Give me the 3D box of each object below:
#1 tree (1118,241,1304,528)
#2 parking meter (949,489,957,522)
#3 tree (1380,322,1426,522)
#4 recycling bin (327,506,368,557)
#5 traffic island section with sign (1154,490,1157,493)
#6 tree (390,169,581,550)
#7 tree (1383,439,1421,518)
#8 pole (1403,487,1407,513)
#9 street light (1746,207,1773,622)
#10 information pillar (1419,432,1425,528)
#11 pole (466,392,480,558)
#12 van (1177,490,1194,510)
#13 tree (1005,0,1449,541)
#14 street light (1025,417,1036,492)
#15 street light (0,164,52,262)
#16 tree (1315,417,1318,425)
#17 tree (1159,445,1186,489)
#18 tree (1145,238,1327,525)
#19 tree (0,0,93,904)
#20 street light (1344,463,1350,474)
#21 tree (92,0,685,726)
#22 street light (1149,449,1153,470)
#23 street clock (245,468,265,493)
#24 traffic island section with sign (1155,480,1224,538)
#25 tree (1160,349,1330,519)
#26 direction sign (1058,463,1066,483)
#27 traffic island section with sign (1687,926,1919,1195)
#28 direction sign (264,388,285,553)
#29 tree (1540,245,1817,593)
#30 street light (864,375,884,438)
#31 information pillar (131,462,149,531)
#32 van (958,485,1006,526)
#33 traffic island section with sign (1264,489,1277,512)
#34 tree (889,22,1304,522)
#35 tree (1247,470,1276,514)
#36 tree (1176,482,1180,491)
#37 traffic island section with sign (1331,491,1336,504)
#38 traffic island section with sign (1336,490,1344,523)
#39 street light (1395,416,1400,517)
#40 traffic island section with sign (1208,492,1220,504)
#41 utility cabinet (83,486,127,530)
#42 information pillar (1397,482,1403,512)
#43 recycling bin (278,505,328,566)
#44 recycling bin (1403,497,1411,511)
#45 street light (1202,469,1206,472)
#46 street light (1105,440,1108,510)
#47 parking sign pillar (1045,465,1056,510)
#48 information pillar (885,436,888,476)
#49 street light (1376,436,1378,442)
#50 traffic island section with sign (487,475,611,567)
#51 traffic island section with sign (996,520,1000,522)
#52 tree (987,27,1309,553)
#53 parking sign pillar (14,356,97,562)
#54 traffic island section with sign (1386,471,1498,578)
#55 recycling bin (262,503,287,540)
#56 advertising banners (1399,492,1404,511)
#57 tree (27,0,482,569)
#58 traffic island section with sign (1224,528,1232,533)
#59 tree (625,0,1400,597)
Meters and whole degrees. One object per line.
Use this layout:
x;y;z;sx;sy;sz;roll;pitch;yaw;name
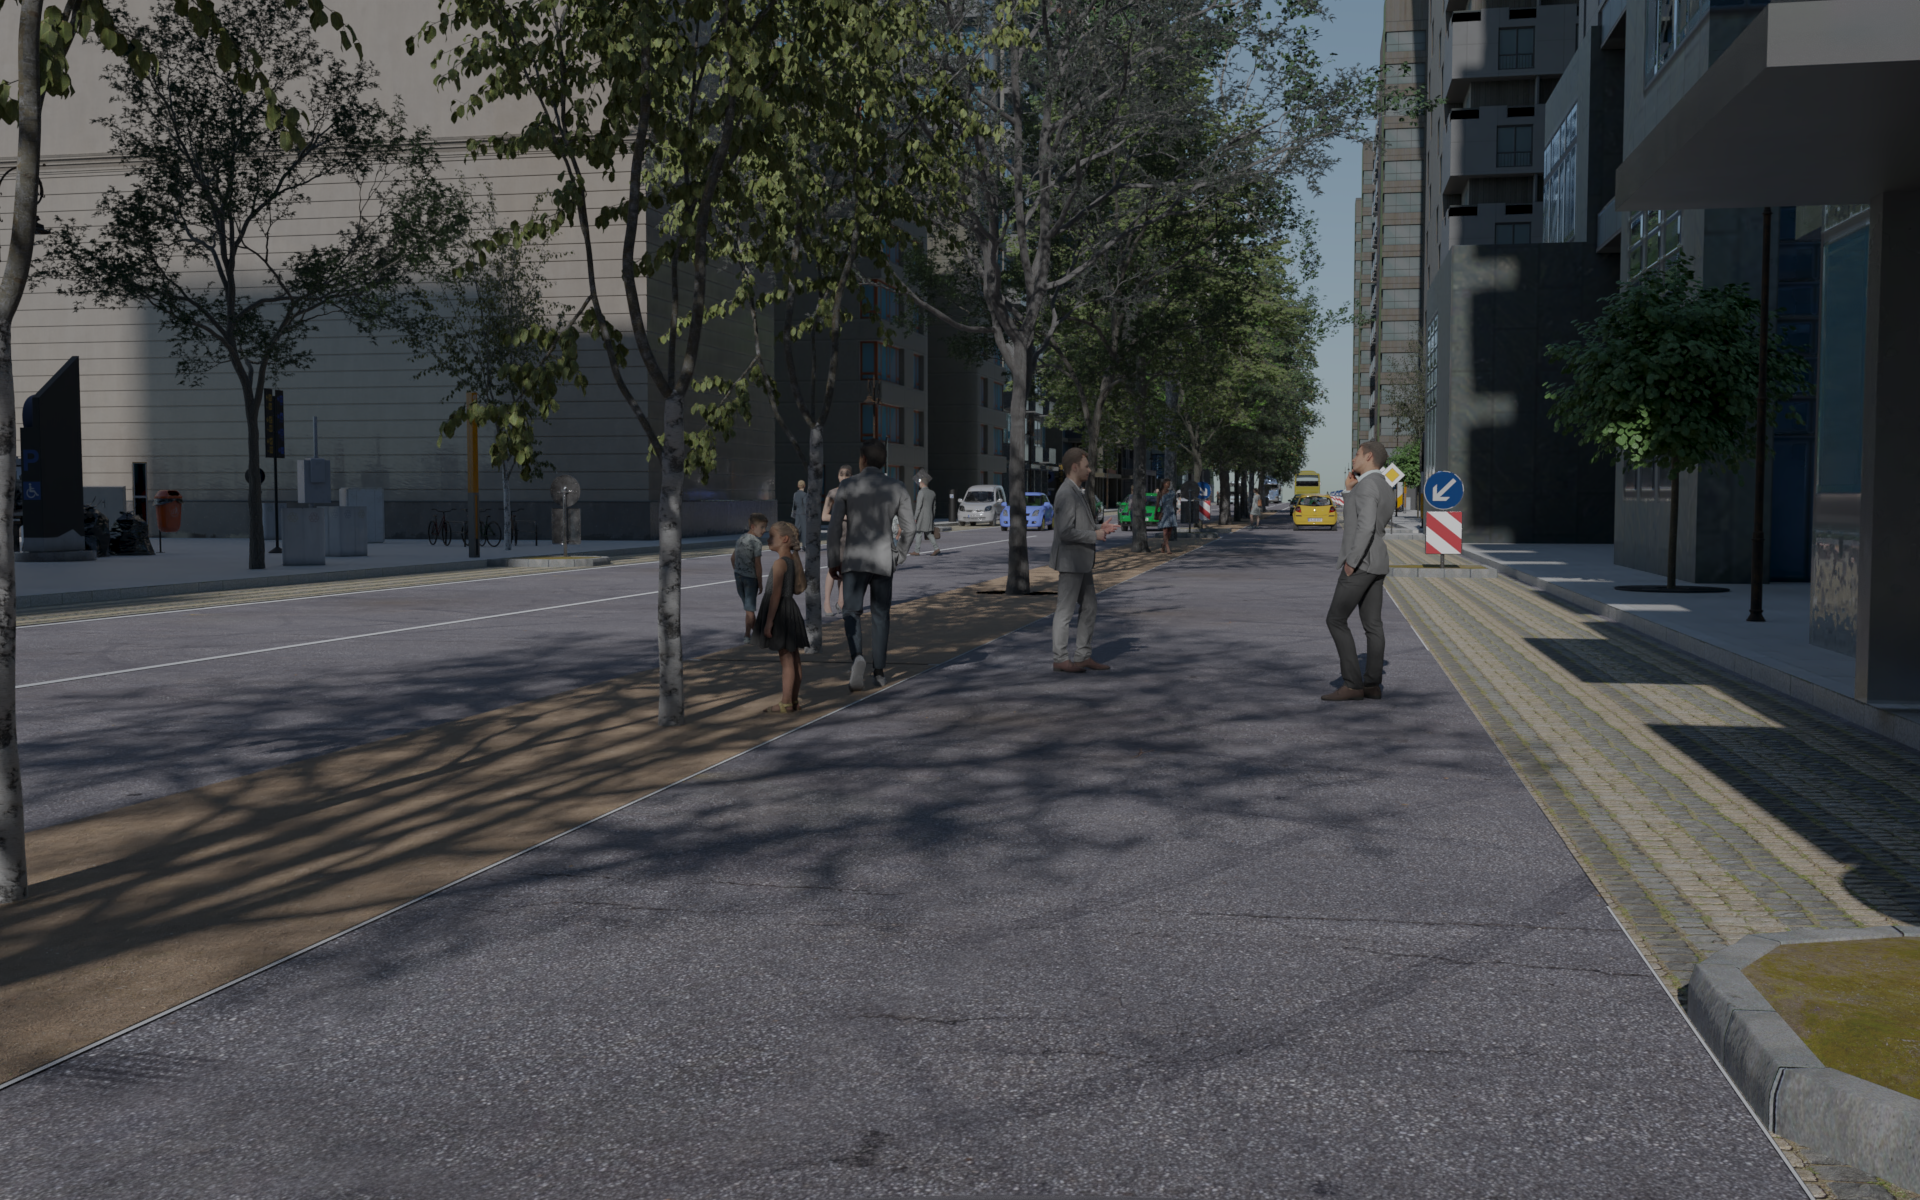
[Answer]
9.344;-8.574;68.394;9.928;11.665;9.643;0;3;0;tree
-0.341;-4.348;79.497;0.372;1.533;0.369;0;3;0;parking meter
19.687;-7.434;71.909;4.360;8.622;3.978;0;3;0;tree
-12.754;-1.420;35.764;0.722;1.027;0.722;2;4;27;recycling bin
18.710;-9.522;164.320;1.989;1.847;2.006;1;4;12;traffic island section with sign
-10.436;-5.434;39.203;4.360;8.622;3.978;0;3;0;tree
24.438;-6.621;91.965;4.285;4.588;4.351;0;3;0;tree
29.504;-7.397;114.777;0.158;3.312;0.155;0;3;0;pole
8.026;-2.722;17.287;0.468;5.910;1.993;1;4;12;street light
17.290;-4.484;64.672;0.183;3.616;0.504;1;4;22;information pillar
-9.808;-2.510;34.880;0.158;3.312;0.155;0;3;0;pole
20.523;-9.277;158.692;2.013;2.044;4.112;1;4;11;van
7.417;-11.787;51.058;12.611;20.169;13.585;0;3;0;tree
4.221;-8.030;104.072;0.468;5.910;1.993;1;4;12;street light
-12.646;-3.056;22.761;0.468;5.910;1.993;1;4;12;street light
21.583;-11.529;125.374;8.767;10.594;7.601;1;4;12;tree
26.898;-16.255;216.138;4.737;8.622;4.395;0;3;0;tree
12.227;-10.410;79.310;9.857;13.997;8.962;0;3;0;tree
-3.355;-3.256;6.059;4.737;8.622;4.395;0;3;0;tree
57.064;-17.224;254.400;0.468;5.910;1.993;1;4;12;street light
-1.772;-3.538;10.663;4.737;8.622;4.395;0;3;0;tree
19.799;-12.633;179.341;0.468;5.910;1.993;1;4;12;street light
-19.101;-2.594;46.974;0.358;2.002;0.471;3;5;43;street clock
7.516;-2.988;56.992;2.006;1.907;1.989;1;4;12;traffic island section with sign
16.400;-11.025;99.729;9.611;12.733;9.660;0;3;0;tree
7.674;-8.287;127.489;0.876;3.537;0.379;0;4;-7;direction sign
2.871;0.280;4.053;1.989;1.847;2.006;1;4;12;traffic island section with sign
-14.822;-2.783;37.507;0.379;3.537;0.876;0;4;3;direction sign
9.518;-2.396;22.894;4.285;4.588;4.351;0;3;0;tree
-3.334;-5.782;67.328;0.468;5.910;1.993;1;4;12;street light
-18.823;-2.158;39.773;0.304;2.012;0.304;-2;4;-29;information pillar
1.018;-4.325;77.724;2.013;2.044;4.112;1;4;11;van
24.247;-7.932;137.831;2.006;1.907;1.989;1;4;12;traffic island section with sign
2.475;-5.954;34.212;8.767;10.594;7.601;1;4;12;tree
17.920;-9.415;106.762;4.360;8.622;3.978;0;3;0;tree
27.500;-13.938;222.482;1.663;3.219;1.824;0;3;0;tree
25.231;-6.327;112.080;1.989;1.847;2.006;1;4;12;traffic island section with sign
19.646;-4.678;85.111;1.989;1.847;2.006;1;4;12;traffic island section with sign
24.803;-7.674;98.260;0.468;5.910;1.993;1;4;12;street light
35.532;-14.493;245.593;1.989;1.847;2.006;1;4;12;traffic island section with sign
-22.996;-2.306;46.390;1.173;1.500;0.318;-1;4;-9;utility cabinet
30.826;-7.964;121.566;0.504;3.616;0.183;3;4;38;information pillar
-11.887;-1.149;31.344;0.722;1.027;0.722;-1;4;-22;recycling bin
34.582;-7.483;134.897;0.722;1.027;0.722;-2;4;-28;recycling bin
36.824;-17.655;261.449;0.468;5.910;1.993;1;4;12;street light
12.103;-10.365;142.249;0.468;5.910;1.993;1;4;12;street light
7.124;-9.320;140.849;1.447;3.967;1.447;-2;4;-25;parking sign pillar
-2.984;-4.820;70.163;0.183;3.616;0.504;0;4;4;information pillar
32.463;-9.920;134.982;0.468;5.910;1.993;1;4;12;street light
-8.119;-1.594;34.683;1.989;1.847;2.006;1;4;12;traffic island section with sign
2.906;-4.855;88.000;1.989;1.847;2.006;1;4;12;traffic island section with sign
4.413;-7.398;41.541;7.486;12.596;7.792;0;3;0;tree
-17.422;-2.737;33.227;1.447;3.967;1.447;0;4;6;parking sign pillar
8.335;-1.335;30.451;1.989;1.847;2.006;1;4;12;traffic island section with sign
-19.420;-2.208;48.656;0.722;1.027;0.722;2;4;35;recycling bin
33.768;-8.364;132.935;0.090;3.025;2.074;0;4;-2;advertising banners
-11.945;-5.826;29.669;8.767;10.594;7.601;1;4;11;tree
9.027;-3.432;64.245;2.006;1.907;1.989;1;4;12;traffic island section with sign
0.823;-6.822;24.367;12.009;13.543;11.850;0;3;0;tree
